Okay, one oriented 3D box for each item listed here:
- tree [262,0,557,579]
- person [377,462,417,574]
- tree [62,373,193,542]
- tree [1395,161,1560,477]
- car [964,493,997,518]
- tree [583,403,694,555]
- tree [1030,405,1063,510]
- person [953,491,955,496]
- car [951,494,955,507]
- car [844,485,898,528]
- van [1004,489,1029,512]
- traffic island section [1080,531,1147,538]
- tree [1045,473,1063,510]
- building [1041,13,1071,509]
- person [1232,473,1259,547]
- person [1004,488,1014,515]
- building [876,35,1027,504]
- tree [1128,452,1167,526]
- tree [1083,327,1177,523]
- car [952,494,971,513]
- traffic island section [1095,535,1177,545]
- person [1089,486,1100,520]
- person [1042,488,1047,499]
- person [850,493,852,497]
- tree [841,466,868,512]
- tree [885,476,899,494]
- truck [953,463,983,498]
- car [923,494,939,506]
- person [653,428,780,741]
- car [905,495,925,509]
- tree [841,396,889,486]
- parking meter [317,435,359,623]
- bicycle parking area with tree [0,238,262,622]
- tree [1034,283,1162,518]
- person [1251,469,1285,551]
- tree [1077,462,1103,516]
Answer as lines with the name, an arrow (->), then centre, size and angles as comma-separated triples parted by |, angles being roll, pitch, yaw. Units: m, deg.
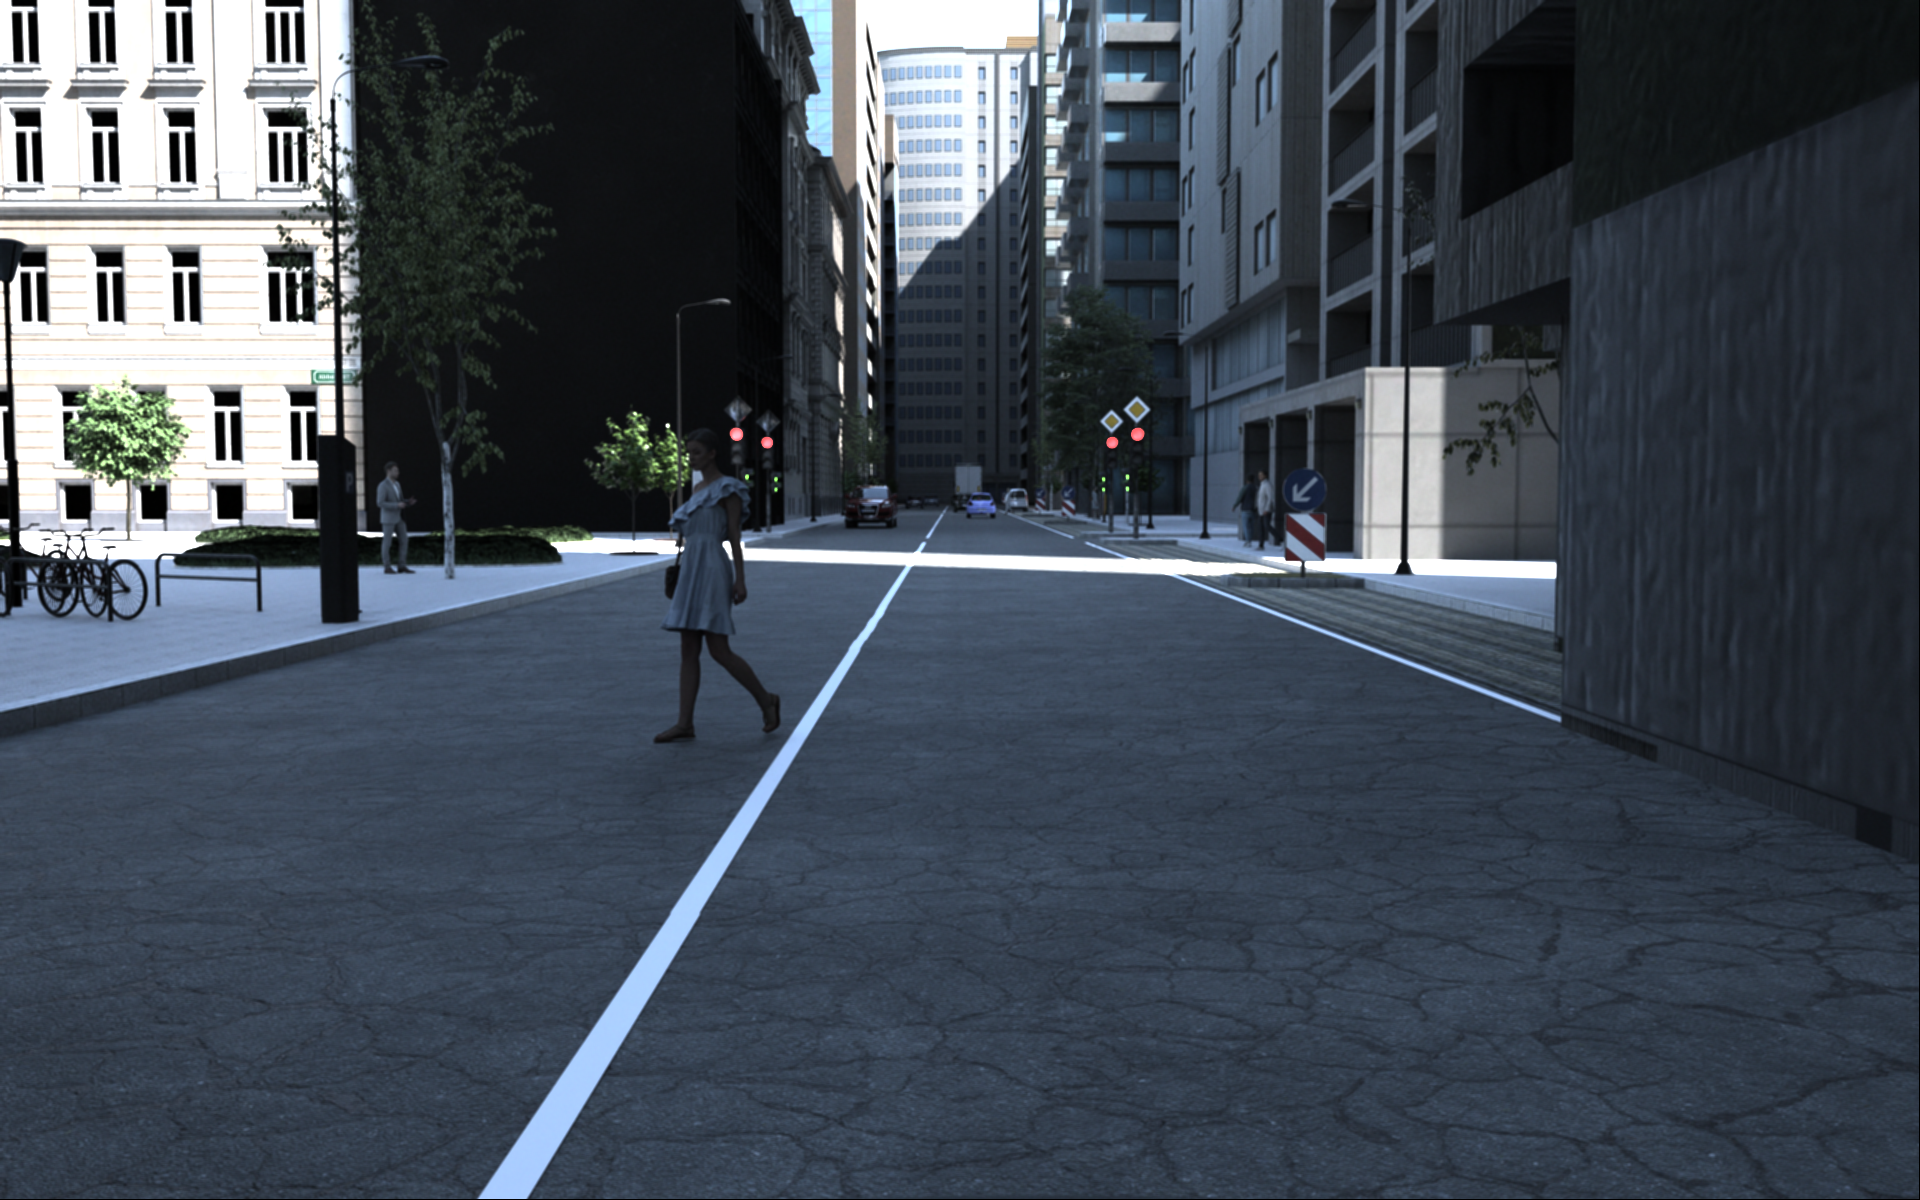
tree -> -7.859, -4.615, 25.811 | 4.737, 8.622, 4.395 | 0, 3, 0
person -> -9.068, -1.325, 27.907 | 0.583, 1.804, 0.606 | 1, 4, 10
tree -> -22.552, -3.863, 46.875 | 4.285, 4.588, 4.351 | 0, 3, 0
tree -> 7.958, -4.415, 22.545 | 4.360, 8.622, 3.978 | 0, 3, 0
car -> 1.240, -5.750, 103.607 | 1.945, 1.707, 3.694 | 0, 4, -1
tree -> -6.893, -2.582, 36.811 | 1.663, 3.219, 1.824 | 0, 3, 0
tree -> 7.198, -11.323, 135.485 | 4.737, 8.622, 4.395 | 0, 3, 0
person -> -0.469, -12.032, 205.750 | 0.750, 1.759, 0.617 | -1, 4, -17
car -> -0.085, -11.565, 198.875 | 2.009, 1.686, 4.222 | 0, 4, 0
car -> -3.787, -4.023, 74.446 | 2.281, 1.827, 5.304 | 0, 4, 1
van -> 4.613, -8.175, 140.671 | 2.013, 2.044, 4.112 | 0, 4, -1
traffic island section -> 5.053, -2.166, 57.700 | 2.009, 0.180, 2.903 | 0, 4, 0
tree -> 7.566, -8.928, 140.579 | 1.663, 3.219, 1.824 | 0, 3, 0
building -> 14.060, -28.625, 151.616 | 14.154, 41.232, 14.086 | 0, 4, 0
person -> 7.009, -2.177, 41.985 | 0.623, 1.781, 0.721 | -2, 4, -32
person -> 3.437, -6.894, 121.098 | 0.818, 1.842, 0.514 | -1, 4, -13
building -> -1.322, -41.855, 226.320 | 28.212, 58.520, 21.231 | 0, 4, 0
tree -> 7.315, -4.644, 70.525 | 1.663, 3.219, 1.824 | 0, 3, 0
tree -> 7.309, -7.635, 75.189 | 4.360, 8.622, 3.978 | 0, 3, 0
car -> 0.362, -7.704, 135.752 | 2.009, 1.686, 4.222 | 0, 4, -2
traffic island section -> 5.073, -1.678, 49.715 | 2.009, 0.180, 2.903 | 0, 4, 0
person -> 6.583, -4.745, 84.624 | 0.522, 1.701, 0.512 | 1, 4, 9
person -> 6.726, -8.065, 138.620 | 0.721, 1.743, 1.217 | -1, 4, -17
person -> -7.887, -7.294, 125.567 | 0.573, 1.790, 0.520 | -2, 4, -34
tree -> -7.371, -7.615, 119.114 | 1.663, 3.219, 1.824 | 0, 3, 0
tree -> -7.485, -12.030, 191.286 | 1.663, 3.219, 1.824 | 0, 3, 0
truck -> 0.772, -10.702, 163.892 | 2.839, 4.237, 11.283 | 0, 3, 0
car -> -3.344, -11.602, 201.689 | 2.014, 1.417, 4.499 | 0, 3, 0
person -> -1.463, -0.096, 10.169 | 0.778, 1.811, 0.616 | -2, 4, -32
car -> -4.397, -9.576, 169.152 | 1.945, 1.354, 3.894 | 0, 4, 1
tree -> -7.091, -10.958, 129.523 | 4.737, 8.622, 4.395 | 0, 3, 0
parking meter -> -6.223, -0.712, 17.347 | 0.255, 1.863, 0.399 | 0, 4, 3
bicycle parking area with tree -> -12.160, -1.864, 17.474 | 9.016, 4.147, 8.231 | 3, 5, 43
tree -> 7.417, -10.735, 93.639 | 7.486, 12.596, 7.792 | 0, 3, 0
person -> 7.009, -2.043, 39.287 | 0.795, 1.843, 0.661 | 0, 4, -1
tree -> 7.875, -6.498, 100.835 | 1.663, 3.219, 1.824 | 0, 3, 0
